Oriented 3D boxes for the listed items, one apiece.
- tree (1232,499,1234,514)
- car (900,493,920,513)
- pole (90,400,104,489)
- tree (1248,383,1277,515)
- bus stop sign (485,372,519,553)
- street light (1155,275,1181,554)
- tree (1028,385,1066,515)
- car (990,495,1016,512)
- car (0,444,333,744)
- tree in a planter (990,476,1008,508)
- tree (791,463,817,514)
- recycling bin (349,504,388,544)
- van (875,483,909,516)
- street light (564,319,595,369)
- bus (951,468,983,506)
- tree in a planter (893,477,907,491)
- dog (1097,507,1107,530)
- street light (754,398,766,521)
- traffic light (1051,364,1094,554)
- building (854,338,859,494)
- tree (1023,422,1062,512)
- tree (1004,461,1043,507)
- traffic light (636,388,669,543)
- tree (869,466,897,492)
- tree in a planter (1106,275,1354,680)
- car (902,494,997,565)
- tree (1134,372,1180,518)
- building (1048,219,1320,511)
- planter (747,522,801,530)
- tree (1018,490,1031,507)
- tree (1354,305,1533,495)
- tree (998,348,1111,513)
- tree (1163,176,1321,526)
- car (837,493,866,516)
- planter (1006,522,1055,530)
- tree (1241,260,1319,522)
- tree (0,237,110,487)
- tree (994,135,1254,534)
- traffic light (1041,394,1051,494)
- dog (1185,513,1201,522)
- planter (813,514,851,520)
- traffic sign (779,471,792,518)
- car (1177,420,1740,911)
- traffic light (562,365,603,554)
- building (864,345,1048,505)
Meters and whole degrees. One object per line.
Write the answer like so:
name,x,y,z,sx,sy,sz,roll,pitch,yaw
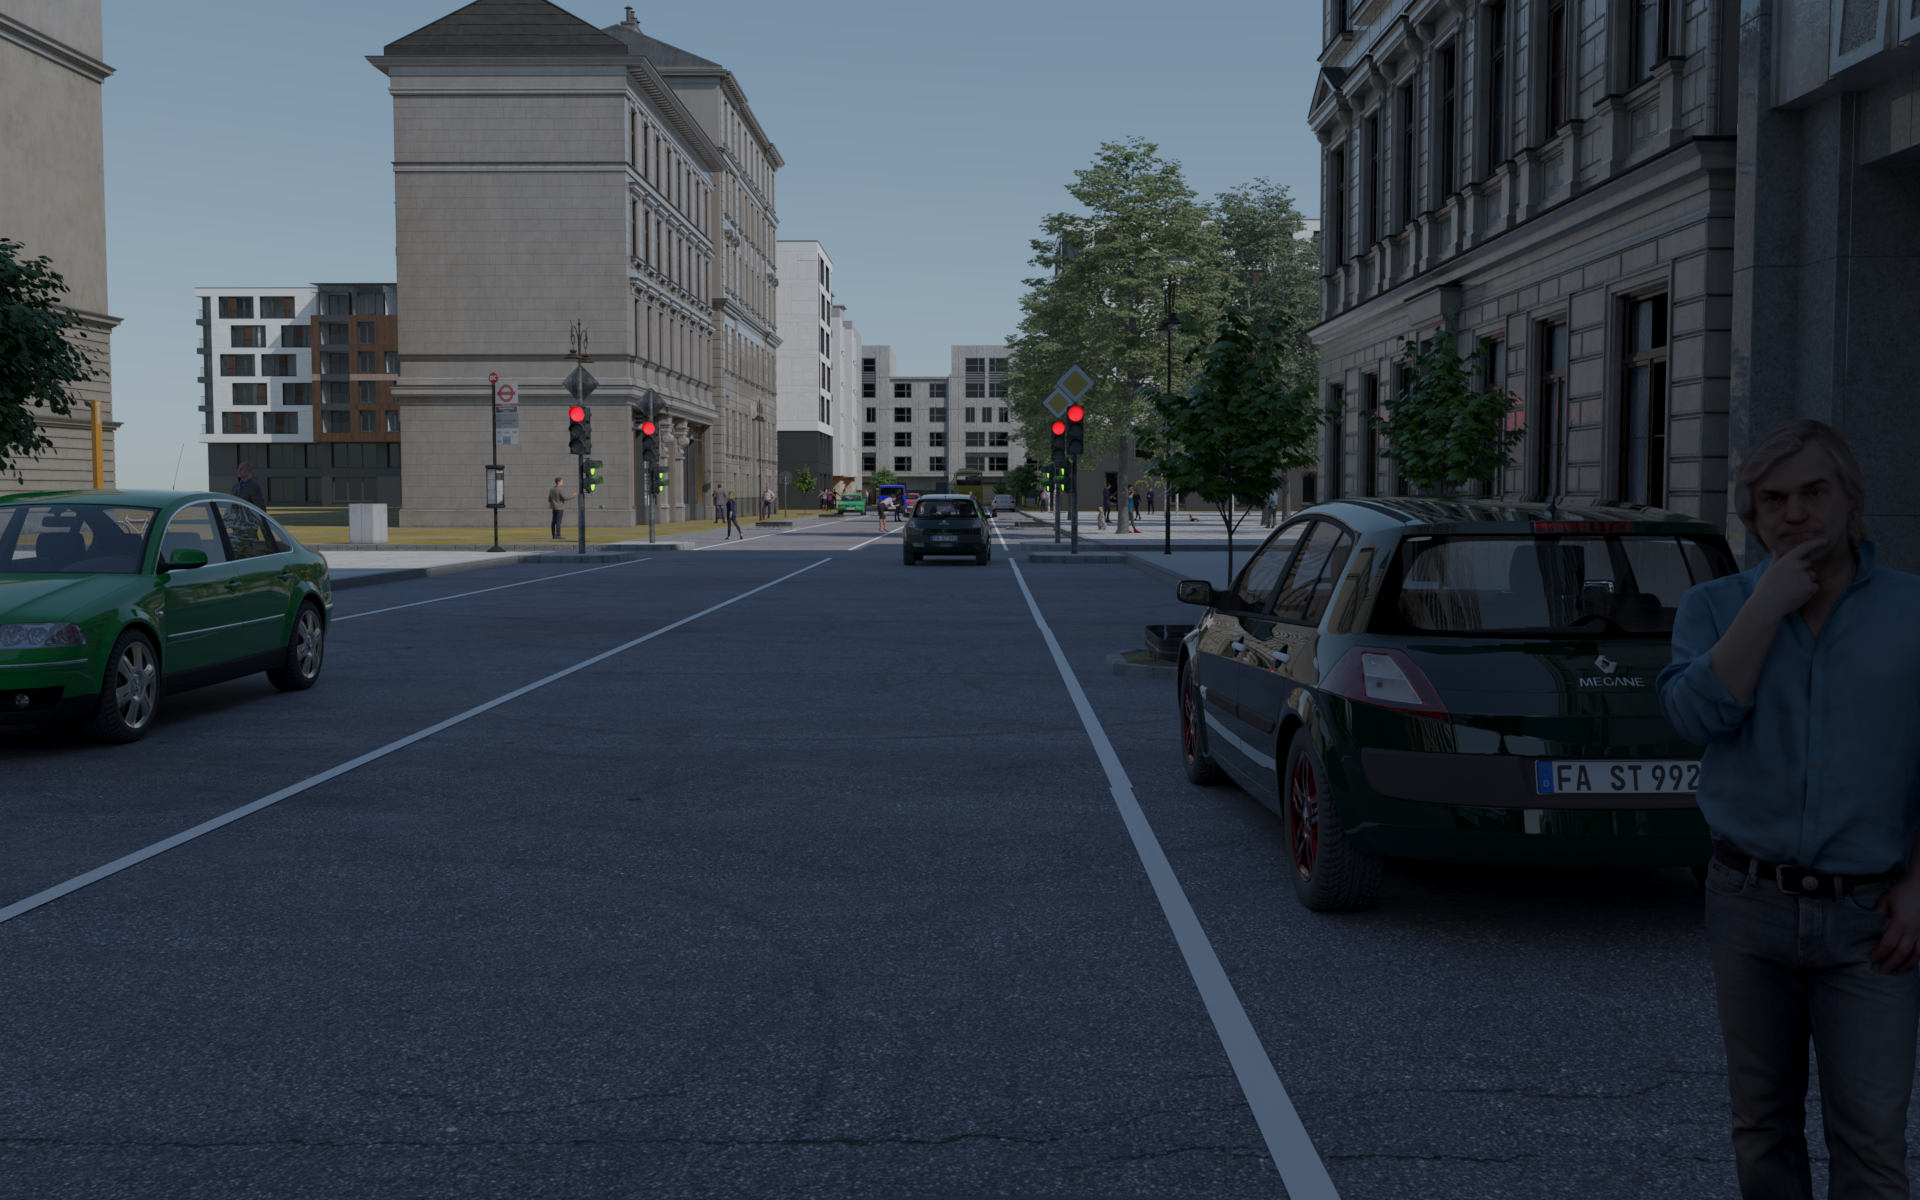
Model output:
tree,17.693,-9.952,113.079,4.360,8.622,3.978,0,3,0
car,-3.717,-7.411,130.217,2.155,1.783,4.494,0,4,1
pole,-18.650,-2.669,37.475,0.158,3.312,0.155,0,3,0
tree,17.688,-9.586,107.088,4.737,8.622,4.395,0,3,0
bus stop sign,-10.021,-3.014,37.975,0.855,3.939,0.416,2,4,24
street light,4.422,-3.909,36.693,0.468,5.910,1.993,0,4,1
tree,5.757,-9.417,104.336,4.737,8.622,4.395,0,3,0
car,3.509,-7.810,140.054,2.083,1.381,4.827,0,4,0
car,-5.631,-0.154,11.323,1.959,1.807,4.718,0,4,-1
tree in a planter,4.022,-10.802,173.838,1.991,3.239,1.994,0,4,1
tree,-9.691,-7.006,109.148,1.663,3.219,1.824,0,3,0
recycling bin,-15.292,-1.970,44.758,0.722,1.027,0.722,1,4,9
van,-4.550,-6.868,116.668,2.240,2.365,5.245,0,4,-1
street light,-10.041,-4.467,45.829,0.468,5.910,1.993,0,4,1
bus,0.712,-10.541,163.883,2.896,3.916,12.252,0,4,-1
tree in a planter,-6.277,-10.831,174.313,1.991,3.239,1.994,0,4,1
dog,4.956,-2.885,61.552,0.513,0.831,0.800,2,4,34
street light,-9.638,-6.773,83.518,0.468,5.910,1.993,0,4,1
traffic light,2.439,-2.926,37.080,0.839,4.213,0.868,0,4,1
building,-18.119,-19.237,170.952,16.016,20.091,11.380,0,4,1
tree,6.502,-10.760,126.296,4.360,8.622,3.978,0,3,0
tree,6.437,-12.591,189.568,4.285,4.588,4.351,0,3,0
traffic light,-8.031,-3.420,45.169,0.839,4.213,0.868,0,4,1
tree,-8.482,-12.954,195.513,4.285,4.588,4.351,0,3,0
tree in a planter,2.219,-1.036,14.160,1.991,3.239,1.994,0,4,1
car,-0.233,-1.614,36.168,2.009,1.686,4.222,0,4,2
tree,12.543,-9.243,101.479,4.737,8.622,4.395,0,3,0
building,21.729,-18.418,145.114,27.936,21.610,32.646,0,4,1
planter,-7.473,-2.985,69.942,1.991,0.319,1.994,0,4,1
tree,6.715,-11.255,178.623,1.663,3.219,1.824,0,3,0
tree,4.989,-1.418,17.779,1.663,3.219,1.824,0,3,0
tree,6.393,-11.658,116.365,9.928,11.665,9.643,0,3,0
tree,12.550,-9.975,69.745,9.857,13.997,8.962,0,3,0
car,-7.216,-6.538,115.688,1.959,1.807,4.718,0,4,-1
planter,2.848,-2.978,69.834,1.991,0.319,1.994,0,4,1
tree,14.941,-9.625,79.420,6.751,12.117,7.091,0,3,0
tree,-10.665,-2.106,18.139,4.285,4.588,4.351,0,3,0
tree,5.668,-8.395,55.386,7.486,12.596,7.792,0,3,0
traffic light,2.529,-3.414,45.065,0.839,4.213,0.868,0,4,1
dog,10.651,-3.751,79.066,0.550,0.427,0.748,-1,4,-22
planter,-7.157,-4.635,96.919,1.991,0.319,1.994,0,4,1
traffic sign,-9.534,-5.774,94.512,0.768,2.556,0.104,1,4,9
car,1.997,0.149,7.357,2.009,1.686,4.222,0,4,-1
traffic light,-8.122,-2.932,37.184,0.839,4.213,0.868,0,4,1
building,-0.935,-21.271,214.245,31.486,18.905,16.747,0,4,1
